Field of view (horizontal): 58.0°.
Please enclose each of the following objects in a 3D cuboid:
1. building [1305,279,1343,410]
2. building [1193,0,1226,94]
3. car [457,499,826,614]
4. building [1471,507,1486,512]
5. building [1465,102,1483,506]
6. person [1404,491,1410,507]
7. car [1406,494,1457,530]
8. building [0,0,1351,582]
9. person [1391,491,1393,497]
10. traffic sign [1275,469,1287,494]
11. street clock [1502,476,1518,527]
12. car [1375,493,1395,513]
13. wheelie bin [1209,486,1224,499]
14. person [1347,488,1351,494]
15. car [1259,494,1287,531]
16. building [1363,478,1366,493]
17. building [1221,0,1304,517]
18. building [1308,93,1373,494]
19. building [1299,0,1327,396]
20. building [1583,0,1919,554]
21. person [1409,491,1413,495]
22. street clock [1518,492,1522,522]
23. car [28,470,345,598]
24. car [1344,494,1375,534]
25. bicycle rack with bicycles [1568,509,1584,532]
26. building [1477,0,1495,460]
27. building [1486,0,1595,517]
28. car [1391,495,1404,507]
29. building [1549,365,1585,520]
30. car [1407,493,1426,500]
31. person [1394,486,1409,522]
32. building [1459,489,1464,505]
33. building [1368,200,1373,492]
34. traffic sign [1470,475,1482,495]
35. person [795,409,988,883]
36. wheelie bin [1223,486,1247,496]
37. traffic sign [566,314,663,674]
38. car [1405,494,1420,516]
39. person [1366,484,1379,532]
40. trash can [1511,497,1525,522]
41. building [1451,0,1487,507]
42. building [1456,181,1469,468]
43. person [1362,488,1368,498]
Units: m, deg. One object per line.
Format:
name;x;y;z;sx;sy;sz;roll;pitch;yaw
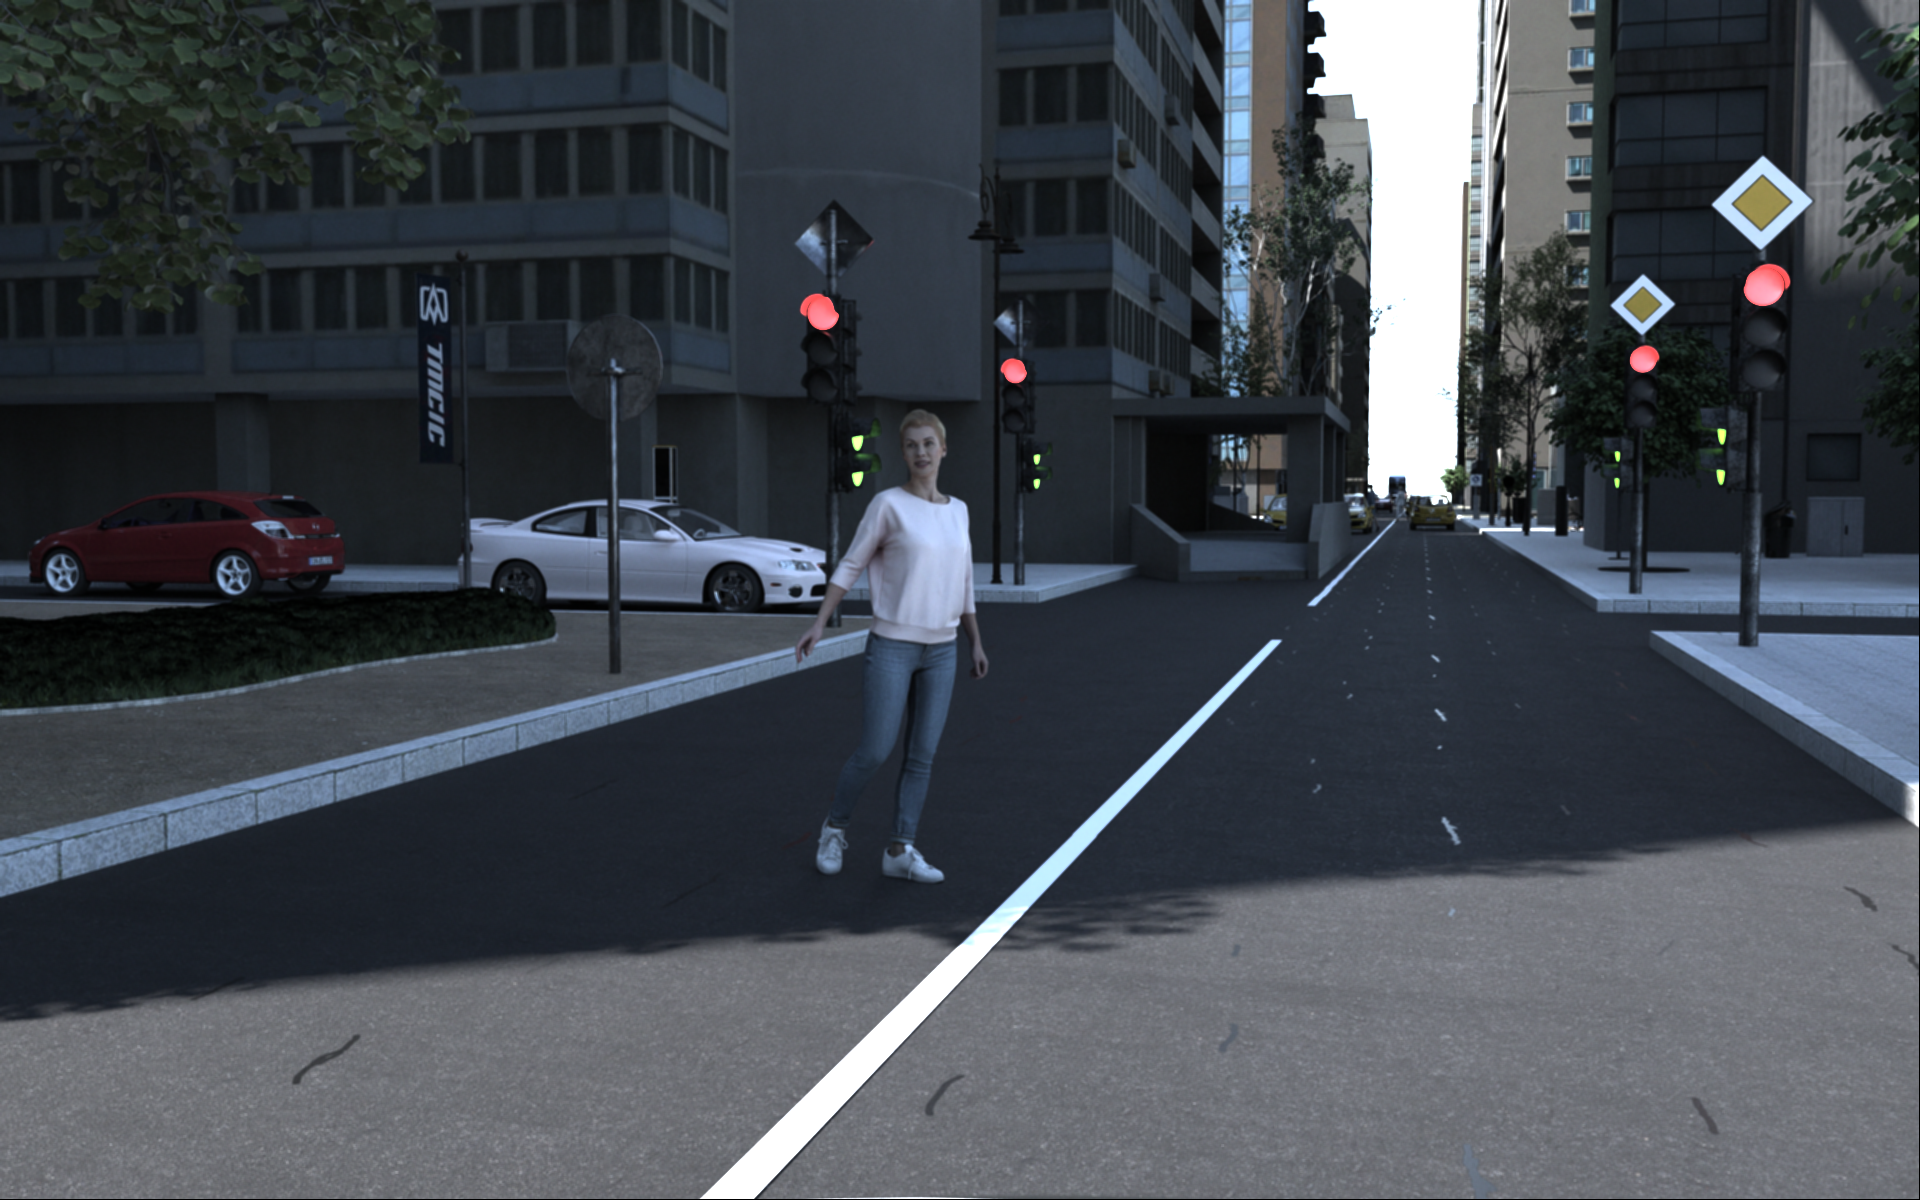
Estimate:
building;19.788;-19.066;156.767;27.650;21.520;28.899;1;4;15
building;-1.203;-27.258;69.366;21.300;48.544;21.600;1;4;15
car;-3.814;-0.551;21.378;4.827;1.381;2.083;1;4;15
building;48.496;-42.022;125.319;20.563;71.187;20.611;1;4;15
building;60.686;-30.512;182.466;14.154;41.232;14.086;1;4;15
person;48.219;-10.902;187.454;1.217;1.736;0.721;-1;4;-9
car;19.060;-3.654;69.971;2.015;1.641;3.980;1;4;13
building;-7.758;-21.212;38.704;32.217;40.220;23.993;1;4;15
person;50.335;-11.796;202.072;0.721;1.735;1.217;0;4;-3
traffic sign;13.258;-4.227;71.237;0.606;2.300;0.079;1;4;19
street clock;21.665;-3.904;68.408;0.471;2.002;0.358;1;4;22
car;32.578;-7.645;134.029;2.155;1.783;4.494;1;4;14
wheelie bin;14.349;-5.401;96.220;0.980;1.594;0.693;-2;4;-34
person;19.736;-4.814;87.886;0.598;1.740;0.731;-3;5;-41
car;10.102;-2.574;52.305;2.015;1.641;3.980;1;4;16
building;29.155;-30.756;194.735;32.217;40.220;23.993;1;4;15
building;13.365;-27.857;105.574;14.600;45.320;14.200;1;4;15
building;39.859;-36.189;215.389;21.300;48.544;21.600;1;4;15
building;15.173;-28.919;127.452;22.147;44.769;28.867;1;4;15
building;22.919;-21.934;42.215;14.154;41.232;14.086;1;4;15
person;58.312;-13.165;223.765;1.348;1.821;0.705;2;4;27
street clock;25.033;-4.478;77.784;0.358;2.002;0.471;2;4;27
car;-11.012;-0.950;24.575;4.494;1.783;2.155;1;4;14
car;14.209;-3.260;63.530;2.015;1.641;3.980;1;4;16
bicycle rack with bicycles;22.199;-2.813;59.370;2.925;0.926;2.852;2;4;34
building;55.964;-37.145;149.324;21.231;58.520;28.212;1;4;15
building;43.875;-29.445;105.131;21.300;48.544;21.600;1;4;15
car;49.978;-11.336;197.921;1.945;1.354;3.894;1;4;15
building;38.938;-46.574;74.164;22.319;86.520;31.000;1;4;15
car;36.314;-7.779;136.776;1.945;1.707;3.694;1;4;13
person;22.659;-4.922;88.855;0.818;1.842;0.514;3;4;36
building;74.501;-30.986;198.496;32.217;40.220;23.993;1;4;15
building;47.614;-33.541;231.983;14.154;41.232;14.086;1;4;15
traffic sign;26.906;-5.395;90.340;0.606;2.300;0.079;2;4;24
person;-0.322;0.167;6.447;0.598;1.740;0.731;3;5;44
wheelie bin;13.567;-4.680;84.418;0.693;1.594;0.980;-3;5;-43
traffic sign;-2.469;-0.747;12.320;0.768;2.556;0.104;1;4;18
car;30.288;-6.355;114.130;2.015;1.641;3.980;1;4;16
person;15.670;-3.509;65.901;0.581;1.822;0.654;-2;4;-27
trash can;25.414;-4.100;78.687;0.748;1.137;0.748;0;3;0
building;74.023;-47.875;221.005;20.563;71.187;20.611;1;4;15
building;76.109;-36.031;239.217;14.600;45.320;14.200;1;4;15
person;28.977;-7.037;123.521;1.348;1.831;0.705;-1;4;-17
